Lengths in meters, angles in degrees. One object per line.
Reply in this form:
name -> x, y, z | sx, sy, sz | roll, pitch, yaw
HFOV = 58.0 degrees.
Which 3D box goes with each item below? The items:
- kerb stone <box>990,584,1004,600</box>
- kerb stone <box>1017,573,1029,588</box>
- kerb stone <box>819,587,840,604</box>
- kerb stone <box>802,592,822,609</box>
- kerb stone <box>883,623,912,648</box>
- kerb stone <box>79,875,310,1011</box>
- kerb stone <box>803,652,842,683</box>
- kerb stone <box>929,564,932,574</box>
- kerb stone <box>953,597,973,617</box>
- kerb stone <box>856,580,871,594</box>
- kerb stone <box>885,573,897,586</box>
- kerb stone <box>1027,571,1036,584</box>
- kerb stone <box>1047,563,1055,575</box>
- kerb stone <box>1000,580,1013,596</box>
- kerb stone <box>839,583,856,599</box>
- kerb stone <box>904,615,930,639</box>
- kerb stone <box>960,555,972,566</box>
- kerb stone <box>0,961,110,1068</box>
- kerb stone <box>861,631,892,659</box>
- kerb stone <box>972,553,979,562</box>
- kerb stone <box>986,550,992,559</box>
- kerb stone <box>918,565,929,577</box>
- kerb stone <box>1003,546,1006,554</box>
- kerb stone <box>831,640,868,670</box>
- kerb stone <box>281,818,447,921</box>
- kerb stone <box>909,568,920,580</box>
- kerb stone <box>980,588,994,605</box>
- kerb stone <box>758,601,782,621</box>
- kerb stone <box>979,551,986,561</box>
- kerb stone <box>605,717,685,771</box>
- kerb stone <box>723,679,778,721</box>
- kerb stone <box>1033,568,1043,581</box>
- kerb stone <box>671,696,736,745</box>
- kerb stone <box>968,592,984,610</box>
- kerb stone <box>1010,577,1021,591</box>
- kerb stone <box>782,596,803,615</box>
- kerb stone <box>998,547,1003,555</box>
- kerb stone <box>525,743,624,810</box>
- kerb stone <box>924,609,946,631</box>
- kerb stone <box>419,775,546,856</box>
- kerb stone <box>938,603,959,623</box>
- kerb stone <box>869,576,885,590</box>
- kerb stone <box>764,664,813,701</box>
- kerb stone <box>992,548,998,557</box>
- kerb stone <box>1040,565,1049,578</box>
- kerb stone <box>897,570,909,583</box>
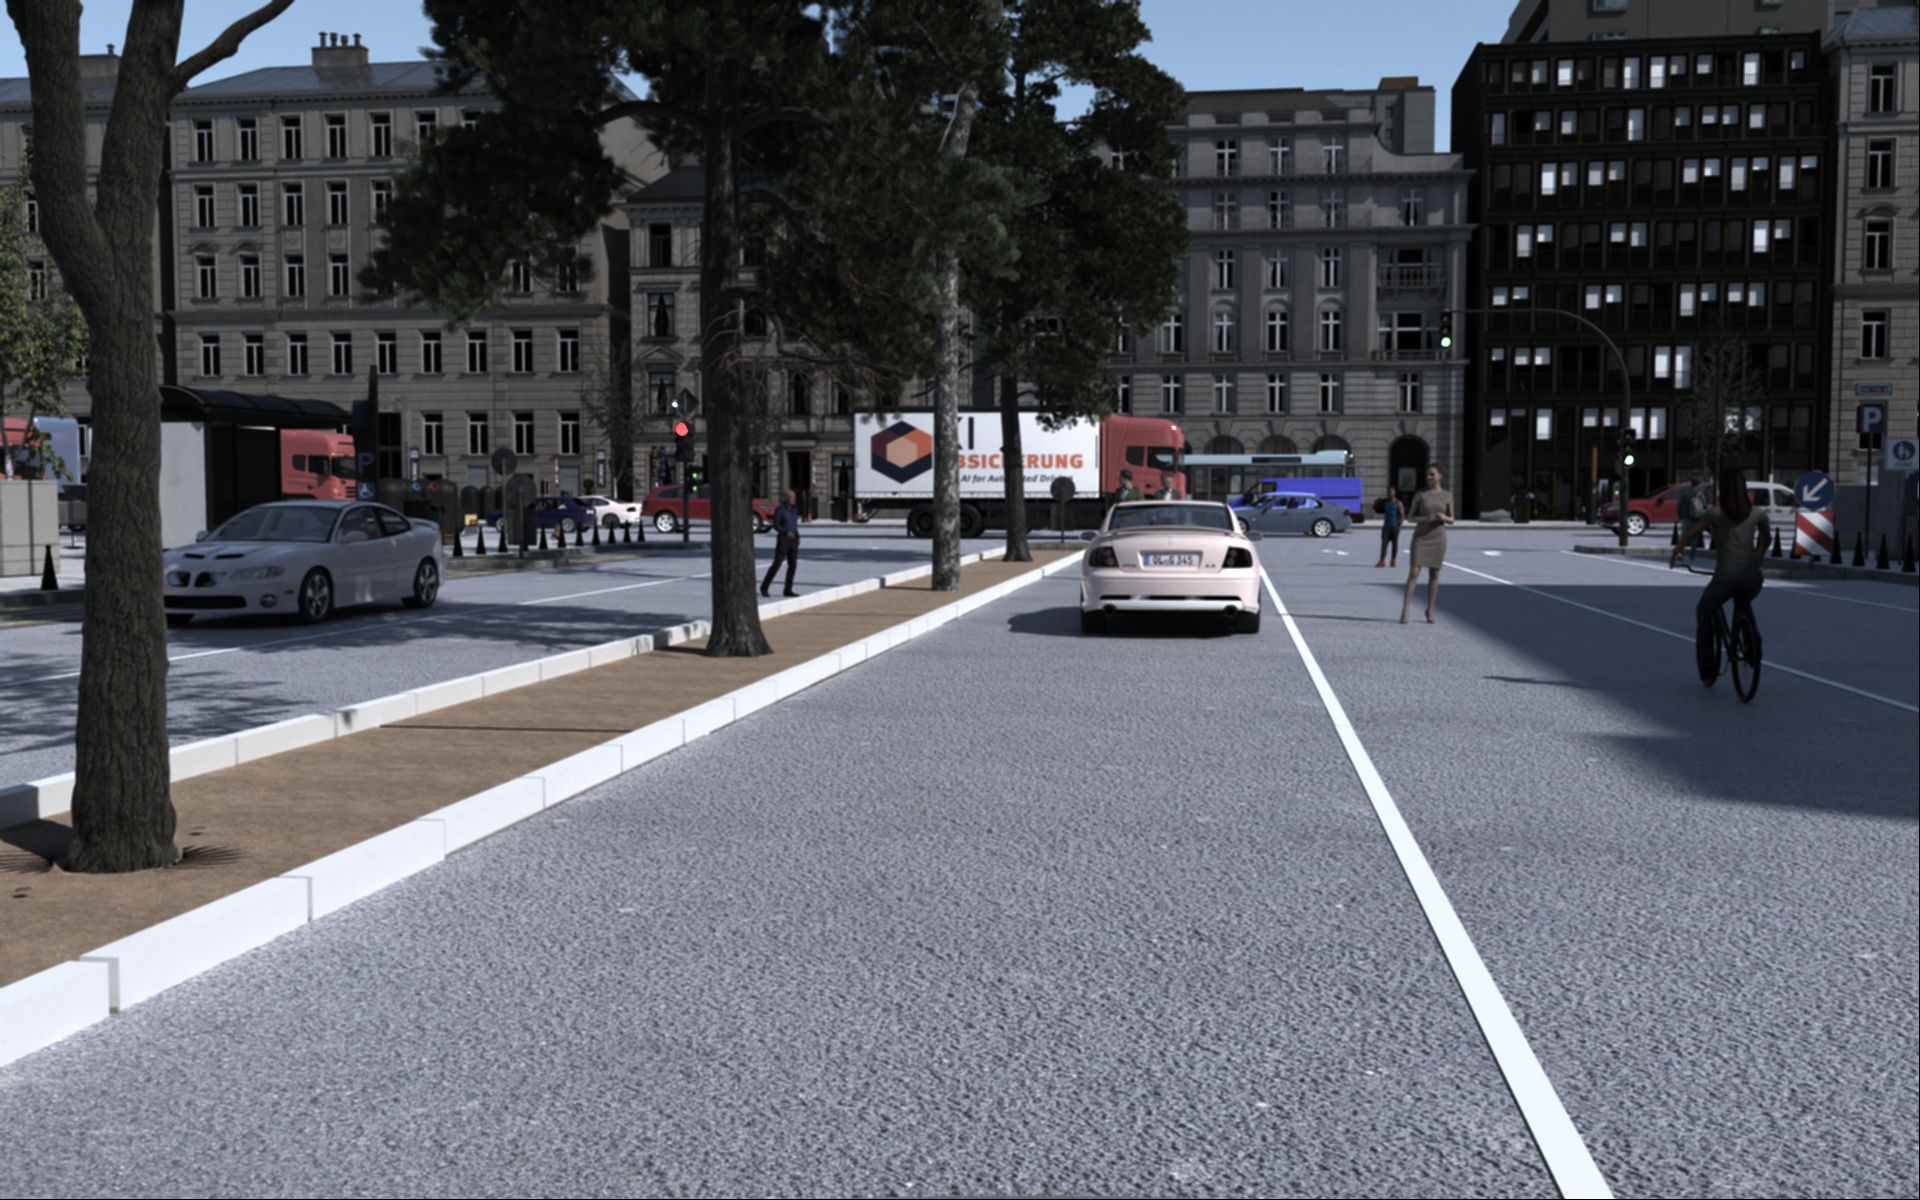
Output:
kerb stone -> 0.442, -0.085, 23.582 | 0.120, 0.150, 1.000 | 1, 4, 9
kerb stone -> 0.903, -0.271, 26.630 | 0.120, 0.150, 1.000 | 1, 4, 9
kerb stone -> -1.791, -0.041, 22.871 | 0.120, 0.150, 1.000 | 1, 4, 9
kerb stone -> -1.942, 0.029, 21.850 | 0.120, 0.150, 1.000 | 1, 4, 9
kerb stone -> -0.632, 0.351, 16.463 | 0.120, 0.150, 1.000 | 1, 4, 9
kerb stone -> -2.313, 1.034, 5.299 | 0.120, 0.150, 1.000 | 1, 4, 9
kerb stone -> -1.102, 0.544, 13.419 | 0.120, 0.150, 1.000 | 1, 4, 9
kerb stone -> -0.557, -0.539, 31.013 | 0.120, 0.150, 1.000 | 1, 4, 9
kerb stone -> -0.012, 0.102, 20.532 | 0.120, 0.150, 1.000 | 1, 4, 9
kerb stone -> -1.474, -0.155, 24.906 | 0.120, 0.150, 1.000 | 1, 4, 9
kerb stone -> -1.167, -0.290, 26.944 | 0.120, 0.150, 1.000 | 1, 4, 9
kerb stone -> 1.062, -0.331, 27.645 | 0.120, 0.150, 1.000 | 1, 4, 9
kerb stone -> 1.522, -0.517, 30.689 | 0.120, 0.150, 1.000 | 1, 4, 9
kerb stone -> 0.601, -0.147, 24.601 | 0.120, 0.150, 1.000 | 1, 4, 9
kerb stone -> -1.635, -0.103, 23.886 | 0.120, 0.150, 1.000 | 1, 4, 9
kerb stone -> -0.474, 0.289, 17.476 | 0.120, 0.150, 1.000 | 1, 4, 9
kerb stone -> 0.063, -0.788, 35.103 | 0.120, 0.150, 1.000 | 1, 4, 9
kerb stone -> -2.466, 1.097, 4.260 | 0.120, 0.150, 1.000 | 1, 4, 9
kerb stone -> -0.785, 0.413, 15.448 | 0.120, 0.150, 1.000 | 1, 4, 9
kerb stone -> 0.214, -0.852, 36.119 | 0.120, 0.150, 1.000 | 1, 4, 9
kerb stone -> 0.524, -0.975, 38.160 | 0.120, 0.150, 1.000 | 1, 4, 9
kerb stone -> -0.718, -0.477, 29.998 | 0.120, 0.150, 1.000 | 1, 4, 9
kerb stone -> 0.985, -1.159, 41.207 | 0.120, 0.150, 1.000 | 1, 4, 9
kerb stone -> -0.944, 0.476, 14.435 | 0.120, 0.150, 1.000 | 1, 4, 9
kerb stone -> -2.157, 0.971, 6.313 | 0.120, 0.150, 1.000 | 1, 4, 9
kerb stone -> -0.862, -0.414, 28.978 | 0.120, 0.150, 1.000 | 1, 4, 9
kerb stone -> 0.290, -0.023, 22.567 | 0.120, 0.150, 1.000 | 1, 4, 9
kerb stone -> -2.253, 0.145, 19.818 | 0.120, 0.150, 1.000 | 1, 4, 9
kerb stone -> 0.370, -0.914, 37.146 | 0.120, 0.150, 1.000 | 1, 4, 9
kerb stone -> -1.709, 0.785, 9.359 | 0.120, 0.150, 1.000 | 1, 4, 9
kerb stone -> -1.396, 0.662, 11.389 | 0.120, 0.150, 1.000 | 1, 4, 9
kerb stone -> 1.217, -0.395, 28.659 | 0.120, 0.150, 1.000 | 1, 4, 9
kerb stone -> -1.552, 0.725, 10.373 | 0.120, 0.150, 1.000 | 1, 4, 9
kerb stone -> 0.137, 0.039, 21.551 | 0.120, 0.150, 1.000 | 1, 4, 9
kerb stone -> 0.748, -0.208, 25.616 | 0.120, 0.150, 1.000 | 1, 4, 9
kerb stone -> -2.095, 0.087, 20.832 | 0.120, 0.150, 1.000 | 1, 4, 9
kerb stone -> 0.827, -1.099, 40.193 | 0.120, 0.150, 1.000 | 1, 4, 9
kerb stone -> -1.863, 0.847, 8.345 | 0.120, 0.150, 1.000 | 1, 4, 9
kerb stone -> -0.318, 0.226, 18.494 | 0.120, 0.150, 1.000 | 1, 4, 9
kerb stone -> -2.015, 0.909, 7.330 | 0.120, 0.150, 1.000 | 1, 4, 9
kerb stone -> -0.172, 0.164, 19.516 | 0.120, 0.150, 1.000 | 1, 4, 9
kerb stone -> -1.321, -0.228, 25.920 | 0.120, 0.150, 1.000 | 1, 4, 9
kerb stone -> -1.247, 0.599, 12.403 | 0.120, 0.150, 1.000 | 1, 4, 9
kerb stone -> 0.684, -1.039, 39.177 | 0.120, 0.150, 1.000 | 1, 4, 9
kerb stone -> 1.364, -0.456, 29.674 | 0.120, 0.150, 1.000 | 1, 4, 9
kerb stone -> -1.016, -0.353, 27.964 | 0.120, 0.150, 1.000 | 1, 4, 9
